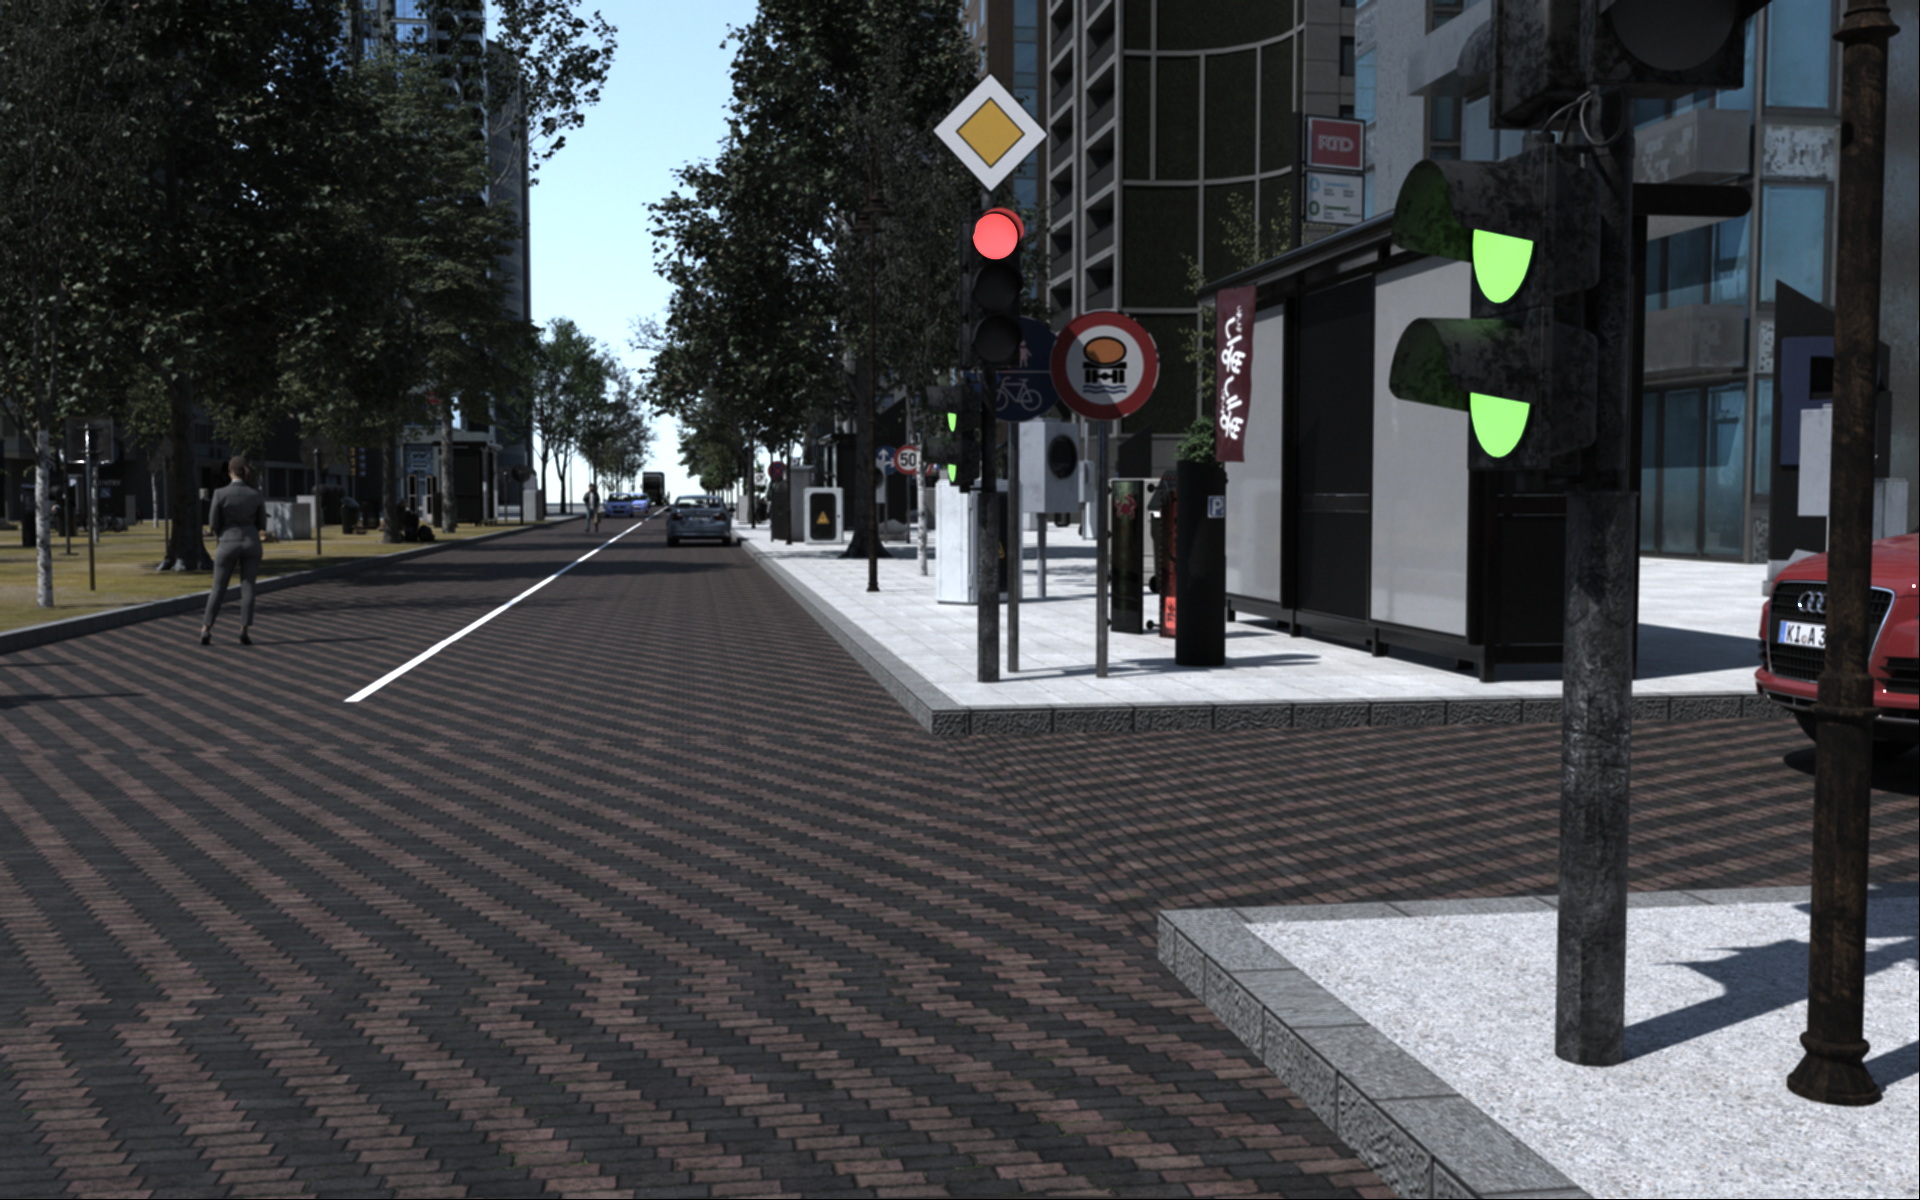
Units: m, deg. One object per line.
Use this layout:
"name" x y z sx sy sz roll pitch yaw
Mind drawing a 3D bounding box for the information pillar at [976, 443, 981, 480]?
"information pillar" 0.449 -3.149 42.840 0.504 3.616 0.183 2 4 31

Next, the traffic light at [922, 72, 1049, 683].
"traffic light" 0.176 -1.395 11.721 0.839 4.253 0.868 -1 4 -9

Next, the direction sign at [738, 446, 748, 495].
"direction sign" -10.319 -5.544 82.641 0.379 3.537 0.876 2 4 29

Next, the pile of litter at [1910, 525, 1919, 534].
"pile of litter" 15.219 -0.802 27.071 1.176 0.858 1.719 -2 4 -34

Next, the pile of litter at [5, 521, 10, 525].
"pile of litter" -37.994 -3.317 68.199 1.176 0.858 1.719 0 4 0

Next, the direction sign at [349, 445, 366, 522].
"direction sign" -27.884 -5.395 80.209 0.876 3.537 0.379 1 4 17

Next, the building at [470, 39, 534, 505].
"building" -66.662 -41.508 220.662 21.231 58.520 28.212 -1 4 -9

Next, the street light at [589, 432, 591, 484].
"street light" -27.491 -9.533 128.658 0.468 5.910 1.993 -1 4 -9

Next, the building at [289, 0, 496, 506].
"building" -62.758 -53.690 190.498 22.319 86.520 31.000 -1 4 -9

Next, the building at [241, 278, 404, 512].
"building" -54.788 -16.708 118.215 27.650 21.520 28.899 -1 4 -9

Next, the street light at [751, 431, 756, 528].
"street light" -7.741 -5.624 64.745 0.468 5.910 1.993 -1 4 -9

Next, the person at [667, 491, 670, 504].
"person" -40.697 -14.267 241.770 0.705 1.823 1.348 -1 4 -19

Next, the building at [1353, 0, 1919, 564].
"building" 25.495 -25.803 41.488 30.456 49.044 23.786 -1 4 -9

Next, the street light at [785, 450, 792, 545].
"street light" -4.336 -4.339 43.726 0.468 5.910 1.993 -1 4 -9

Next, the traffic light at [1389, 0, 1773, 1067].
"traffic light" 1.415 -0.912 3.833 0.839 4.253 0.868 -1 4 -9

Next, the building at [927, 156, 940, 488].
"building" 10.622 -27.378 139.508 32.217 40.220 23.993 -1 4 -9

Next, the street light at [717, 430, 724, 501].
"street light" -16.289 -8.942 118.992 0.468 5.910 1.993 -1 4 -9

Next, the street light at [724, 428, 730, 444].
"street light" -12.868 -7.628 97.500 0.468 5.910 1.993 -1 4 -9

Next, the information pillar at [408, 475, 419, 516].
"information pillar" -21.139 -3.823 66.993 0.304 2.012 0.304 0 4 -5

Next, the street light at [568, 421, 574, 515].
"street light" -24.151 -8.236 107.445 0.468 5.910 1.993 -1 4 -9

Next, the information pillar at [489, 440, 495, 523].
"information pillar" -20.567 -5.172 75.915 0.183 3.616 0.504 -2 4 -29

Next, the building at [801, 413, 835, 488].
"building" -6.665 -23.786 233.946 27.650 21.520 28.899 -1 4 -9

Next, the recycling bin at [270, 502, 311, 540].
"recycling bin" -18.815 -2.218 48.821 0.722 1.027 0.722 2 4 24

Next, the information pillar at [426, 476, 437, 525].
"information pillar" -21.931 -4.124 71.911 0.304 2.012 0.304 2 4 26

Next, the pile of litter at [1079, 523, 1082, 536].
"pile of litter" 4.343 -2.423 53.586 1.719 0.858 1.176 -3 5 -41

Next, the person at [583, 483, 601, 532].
"person" -13.617 -3.413 64.289 0.794 1.824 0.713 1 4 15

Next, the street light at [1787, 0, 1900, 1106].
"street light" 1.873 -1.881 3.537 0.468 5.910 1.993 -1 4 -9

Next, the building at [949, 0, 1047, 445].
"building" 7.245 -27.795 104.555 14.600 45.320 14.200 -1 4 -9

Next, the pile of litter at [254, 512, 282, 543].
"pile of litter" -18.665 -1.954 45.911 1.719 0.858 1.176 1 4 18

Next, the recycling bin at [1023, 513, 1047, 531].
"recycling bin" 2.569 -2.906 60.073 0.722 1.027 0.722 -1 4 -21

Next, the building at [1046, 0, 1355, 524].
"building" 13.908 -39.140 78.184 20.563 71.187 20.611 -1 4 -9

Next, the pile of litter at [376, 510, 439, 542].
"pile of litter" -14.959 -2.010 46.830 1.719 0.858 1.176 -1 4 -20

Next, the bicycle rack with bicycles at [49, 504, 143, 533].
"bicycle rack with bicycles" -29.036 -2.681 57.223 2.852 0.926 2.925 2 4 35

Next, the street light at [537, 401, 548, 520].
"street light" -20.764 -6.935 86.168 0.468 5.910 1.993 -1 4 -9

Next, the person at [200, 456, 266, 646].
"person" -6.909 -0.469 16.446 0.573 1.790 0.520 3 5 41

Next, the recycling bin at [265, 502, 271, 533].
"recycling bin" -22.599 -2.739 57.344 0.722 1.027 0.722 0 4 -8

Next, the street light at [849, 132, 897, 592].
"street light" -1.144 -3.049 22.645 0.468 5.910 1.993 -1 4 -9

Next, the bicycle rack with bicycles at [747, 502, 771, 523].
"bicycle rack with bicycles" -8.357 -3.892 77.012 2.852 0.926 2.925 3 5 39

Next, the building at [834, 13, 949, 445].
"building" -4.219 -40.462 203.556 21.231 58.520 28.212 -1 4 -9

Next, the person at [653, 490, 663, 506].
"person" -36.125 -12.197 207.544 1.348 1.869 0.705 -2 4 -34

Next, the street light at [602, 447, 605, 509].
"street light" -30.783 -10.814 149.590 0.468 5.910 1.993 -1 4 -9

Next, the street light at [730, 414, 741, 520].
"street light" -10.995 -6.905 85.683 0.468 5.910 1.993 -1 4 -9

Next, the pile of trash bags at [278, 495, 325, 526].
"pile of trash bags" -26.971 -3.603 68.660 3.447 1.369 1.912 -1 4 -13

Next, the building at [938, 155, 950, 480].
"building" 5.230 -21.254 119.212 14.160 30.474 14.107 -1 4 -9

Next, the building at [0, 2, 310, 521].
"building" -52.658 -24.427 91.258 32.217 40.220 23.993 -1 4 -9

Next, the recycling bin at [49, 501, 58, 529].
"recycling bin" -34.000 -3.163 64.272 0.722 1.027 0.722 1 4 16

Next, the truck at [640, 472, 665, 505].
"truck" -39.196 -14.220 221.411 2.839 4.237 11.283 0 4 -8

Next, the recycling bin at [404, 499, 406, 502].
"recycling bin" -26.581 -4.220 81.545 0.722 1.027 0.722 1 4 20
